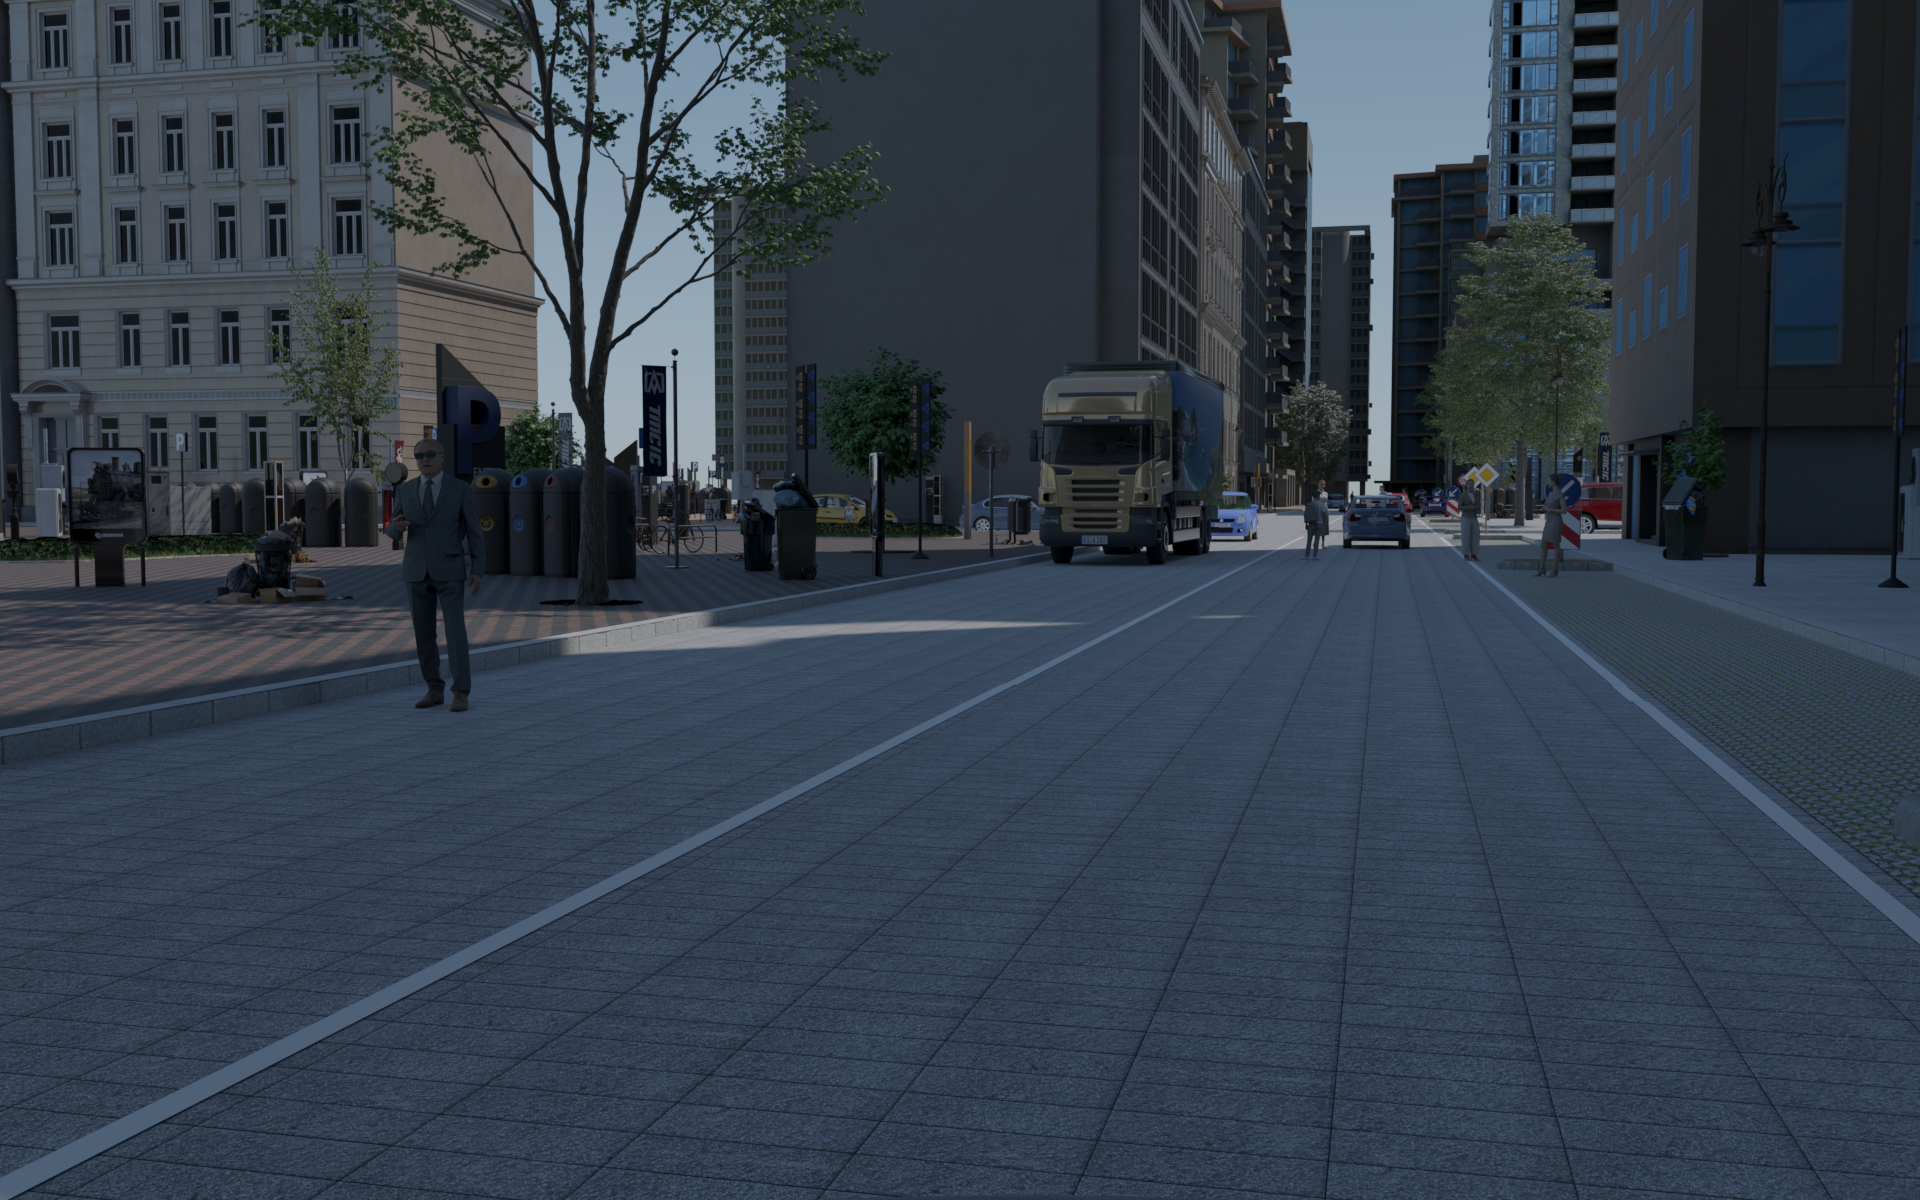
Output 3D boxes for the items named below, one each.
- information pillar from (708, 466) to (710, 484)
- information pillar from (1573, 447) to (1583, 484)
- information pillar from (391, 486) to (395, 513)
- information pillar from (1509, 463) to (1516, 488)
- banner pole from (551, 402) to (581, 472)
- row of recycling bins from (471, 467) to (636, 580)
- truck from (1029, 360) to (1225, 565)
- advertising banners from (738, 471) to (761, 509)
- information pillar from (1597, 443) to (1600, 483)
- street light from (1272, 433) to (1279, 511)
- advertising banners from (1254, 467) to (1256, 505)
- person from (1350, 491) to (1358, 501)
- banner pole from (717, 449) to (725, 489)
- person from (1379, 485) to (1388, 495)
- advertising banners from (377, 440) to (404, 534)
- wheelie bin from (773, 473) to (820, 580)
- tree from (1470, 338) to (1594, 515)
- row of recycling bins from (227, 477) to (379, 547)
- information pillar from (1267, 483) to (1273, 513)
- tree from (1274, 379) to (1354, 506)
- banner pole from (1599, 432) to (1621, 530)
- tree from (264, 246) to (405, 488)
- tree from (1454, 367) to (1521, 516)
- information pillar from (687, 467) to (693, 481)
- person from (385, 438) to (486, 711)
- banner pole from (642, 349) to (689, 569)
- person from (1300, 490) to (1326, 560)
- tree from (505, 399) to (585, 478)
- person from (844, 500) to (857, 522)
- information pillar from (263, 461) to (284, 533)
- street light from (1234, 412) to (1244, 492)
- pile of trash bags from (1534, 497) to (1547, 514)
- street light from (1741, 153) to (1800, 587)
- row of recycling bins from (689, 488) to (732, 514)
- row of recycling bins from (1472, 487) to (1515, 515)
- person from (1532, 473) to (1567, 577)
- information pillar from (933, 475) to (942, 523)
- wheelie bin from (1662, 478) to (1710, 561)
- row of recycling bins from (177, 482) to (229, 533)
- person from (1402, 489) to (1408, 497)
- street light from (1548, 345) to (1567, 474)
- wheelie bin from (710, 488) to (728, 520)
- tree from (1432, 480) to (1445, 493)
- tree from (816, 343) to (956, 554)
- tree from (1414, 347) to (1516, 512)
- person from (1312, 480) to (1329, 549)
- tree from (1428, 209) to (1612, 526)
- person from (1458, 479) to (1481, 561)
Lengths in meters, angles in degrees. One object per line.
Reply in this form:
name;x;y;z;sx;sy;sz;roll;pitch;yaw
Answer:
information pillar;-20.626;-9.231;142.282;0.183;3.616;0.504;0;4;-2
information pillar;30.757;-5.803;86.227;0.504;3.616;0.183;3;5;39
information pillar;-19.177;-3.329;58.920;0.304;2.012;0.304;-1;4;-23
information pillar;41.418;-8.473;129.891;0.504;3.616;0.183;3;5;42
banner pole;-10.803;-3.479;46.896;0.863;3.779;0.401;2;4;24
row of recycling bins;-6.400;-1.226;27.160;3.534;1.692;1.069;3;4;37
truck;3.990;-3.050;38.779;2.839;4.237;11.283;1;4;16
advertising banners;-15.996;-8.274;131.468;2.074;3.025;0.090;-3;4;-36
information pillar;29.471;-5.403;79.689;0.504;3.616;0.183;-3;5;-40
street light;23.279;-9.484;127.851;0.468;5.910;1.993;1;4;14
advertising banners;17.285;-6.444;101.551;0.090;3.025;2.074;1;4;11
person;43.799;-11.237;192.757;0.750;1.759;0.617;-1;4;-10
banner pole;-13.254;-6.481;95.977;0.401;3.779;0.863;2;4;25
person;19.117;-4.248;77.976;0.620;1.820;0.660;-2;4;-28
advertising banners;-18.475;-3.644;55.774;0.090;3.025;2.074;1;4;16
wheelie bin;-2.477;-1.112;26.093;0.693;1.594;0.980;-1;4;-9
tree;25.440;-7.855;78.797;4.737;8.622;4.395;0;3;0
row of recycling bins;-15.906;-2.155;42.354;3.534;1.692;1.069;1;4;10
information pillar;21.499;-7.078;120.223;0.304;2.012;0.304;0;4;-7
tree;38.912;-17.509;192.921;9.857;13.997;8.962;0;3;0
banner pole;23.126;-4.381;61.642;0.863;3.779;0.401;0;4;-3
tree;-18.251;-6.166;51.184;4.737;8.622;4.395;0;3;0
tree;30.138;-9.101;99.158;4.360;8.622;3.978;0;3;0
information pillar;-23.452;-9.723;150.329;0.504;3.616;0.183;1;4;15
person;-3.507;-0.174;11.516;0.661;1.801;0.590;0;4;-2
banner pole;-5.090;-2.431;29.757;0.863;3.779;0.401;-3;4;-37
person;7.662;-1.620;37.581;0.503;1.515;0.523;-1;4;-13
tree;-14.628;-4.670;60.070;4.285;4.588;4.351;0;3;0
person;-3.966;-2.989;62.389;0.505;1.210;0.382;-1;4;-9
information pillar;-15.372;-2.100;38.825;0.304;2.012;0.304;1;4;13
street light;15.676;-7.632;97.577;0.468;5.910;1.993;1;4;14
pile of trash bags;37.019;-6.278;112.397;1.912;1.369;3.447;0;4;-5
street light;11.120;-3.127;23.909;0.468;5.910;1.993;1;4;14
row of recycling bins;-16.248;-6.443;112.455;3.534;1.692;1.069;2;4;32
row of recycling bins;33.500;-6.231;108.982;3.534;1.692;1.069;-1;4;-18
person;10.099;-1.272;29.634;0.374;1.781;0.599;-1;4;-10
information pillar;-0.874;-3.880;67.932;0.304;2.012;0.304;1;4;15
wheelie bin;14.119;-1.578;33.707;0.693;1.594;0.980;-1;4;-12
row of recycling bins;-24.279;-3.058;57.104;3.534;1.692;1.069;1;4;12
person;33.113;-7.399;129.390;0.656;1.842;0.836;0;4;-7
street light;18.615;-4.970;54.053;0.468;5.910;1.993;1;4;14
wheelie bin;-12.117;-4.819;86.690;0.693;1.594;0.980;3;4;38
tree;58.041;-13.192;210.289;1.663;3.219;1.824;0;3;0
tree;-1.650;-3.319;37.982;4.285;4.588;4.351;0;3;0
tree;36.038;-12.030;122.446;9.928;11.665;9.643;0;3;0
person;9.463;-2.255;45.588;0.478;1.798;0.641;0;4;-4
tree;22.901;-9.246;69.295;7.486;12.596;7.792;0;3;0
person;10.855;-1.699;36.831;0.519;1.759;0.362;-1;4;-21
